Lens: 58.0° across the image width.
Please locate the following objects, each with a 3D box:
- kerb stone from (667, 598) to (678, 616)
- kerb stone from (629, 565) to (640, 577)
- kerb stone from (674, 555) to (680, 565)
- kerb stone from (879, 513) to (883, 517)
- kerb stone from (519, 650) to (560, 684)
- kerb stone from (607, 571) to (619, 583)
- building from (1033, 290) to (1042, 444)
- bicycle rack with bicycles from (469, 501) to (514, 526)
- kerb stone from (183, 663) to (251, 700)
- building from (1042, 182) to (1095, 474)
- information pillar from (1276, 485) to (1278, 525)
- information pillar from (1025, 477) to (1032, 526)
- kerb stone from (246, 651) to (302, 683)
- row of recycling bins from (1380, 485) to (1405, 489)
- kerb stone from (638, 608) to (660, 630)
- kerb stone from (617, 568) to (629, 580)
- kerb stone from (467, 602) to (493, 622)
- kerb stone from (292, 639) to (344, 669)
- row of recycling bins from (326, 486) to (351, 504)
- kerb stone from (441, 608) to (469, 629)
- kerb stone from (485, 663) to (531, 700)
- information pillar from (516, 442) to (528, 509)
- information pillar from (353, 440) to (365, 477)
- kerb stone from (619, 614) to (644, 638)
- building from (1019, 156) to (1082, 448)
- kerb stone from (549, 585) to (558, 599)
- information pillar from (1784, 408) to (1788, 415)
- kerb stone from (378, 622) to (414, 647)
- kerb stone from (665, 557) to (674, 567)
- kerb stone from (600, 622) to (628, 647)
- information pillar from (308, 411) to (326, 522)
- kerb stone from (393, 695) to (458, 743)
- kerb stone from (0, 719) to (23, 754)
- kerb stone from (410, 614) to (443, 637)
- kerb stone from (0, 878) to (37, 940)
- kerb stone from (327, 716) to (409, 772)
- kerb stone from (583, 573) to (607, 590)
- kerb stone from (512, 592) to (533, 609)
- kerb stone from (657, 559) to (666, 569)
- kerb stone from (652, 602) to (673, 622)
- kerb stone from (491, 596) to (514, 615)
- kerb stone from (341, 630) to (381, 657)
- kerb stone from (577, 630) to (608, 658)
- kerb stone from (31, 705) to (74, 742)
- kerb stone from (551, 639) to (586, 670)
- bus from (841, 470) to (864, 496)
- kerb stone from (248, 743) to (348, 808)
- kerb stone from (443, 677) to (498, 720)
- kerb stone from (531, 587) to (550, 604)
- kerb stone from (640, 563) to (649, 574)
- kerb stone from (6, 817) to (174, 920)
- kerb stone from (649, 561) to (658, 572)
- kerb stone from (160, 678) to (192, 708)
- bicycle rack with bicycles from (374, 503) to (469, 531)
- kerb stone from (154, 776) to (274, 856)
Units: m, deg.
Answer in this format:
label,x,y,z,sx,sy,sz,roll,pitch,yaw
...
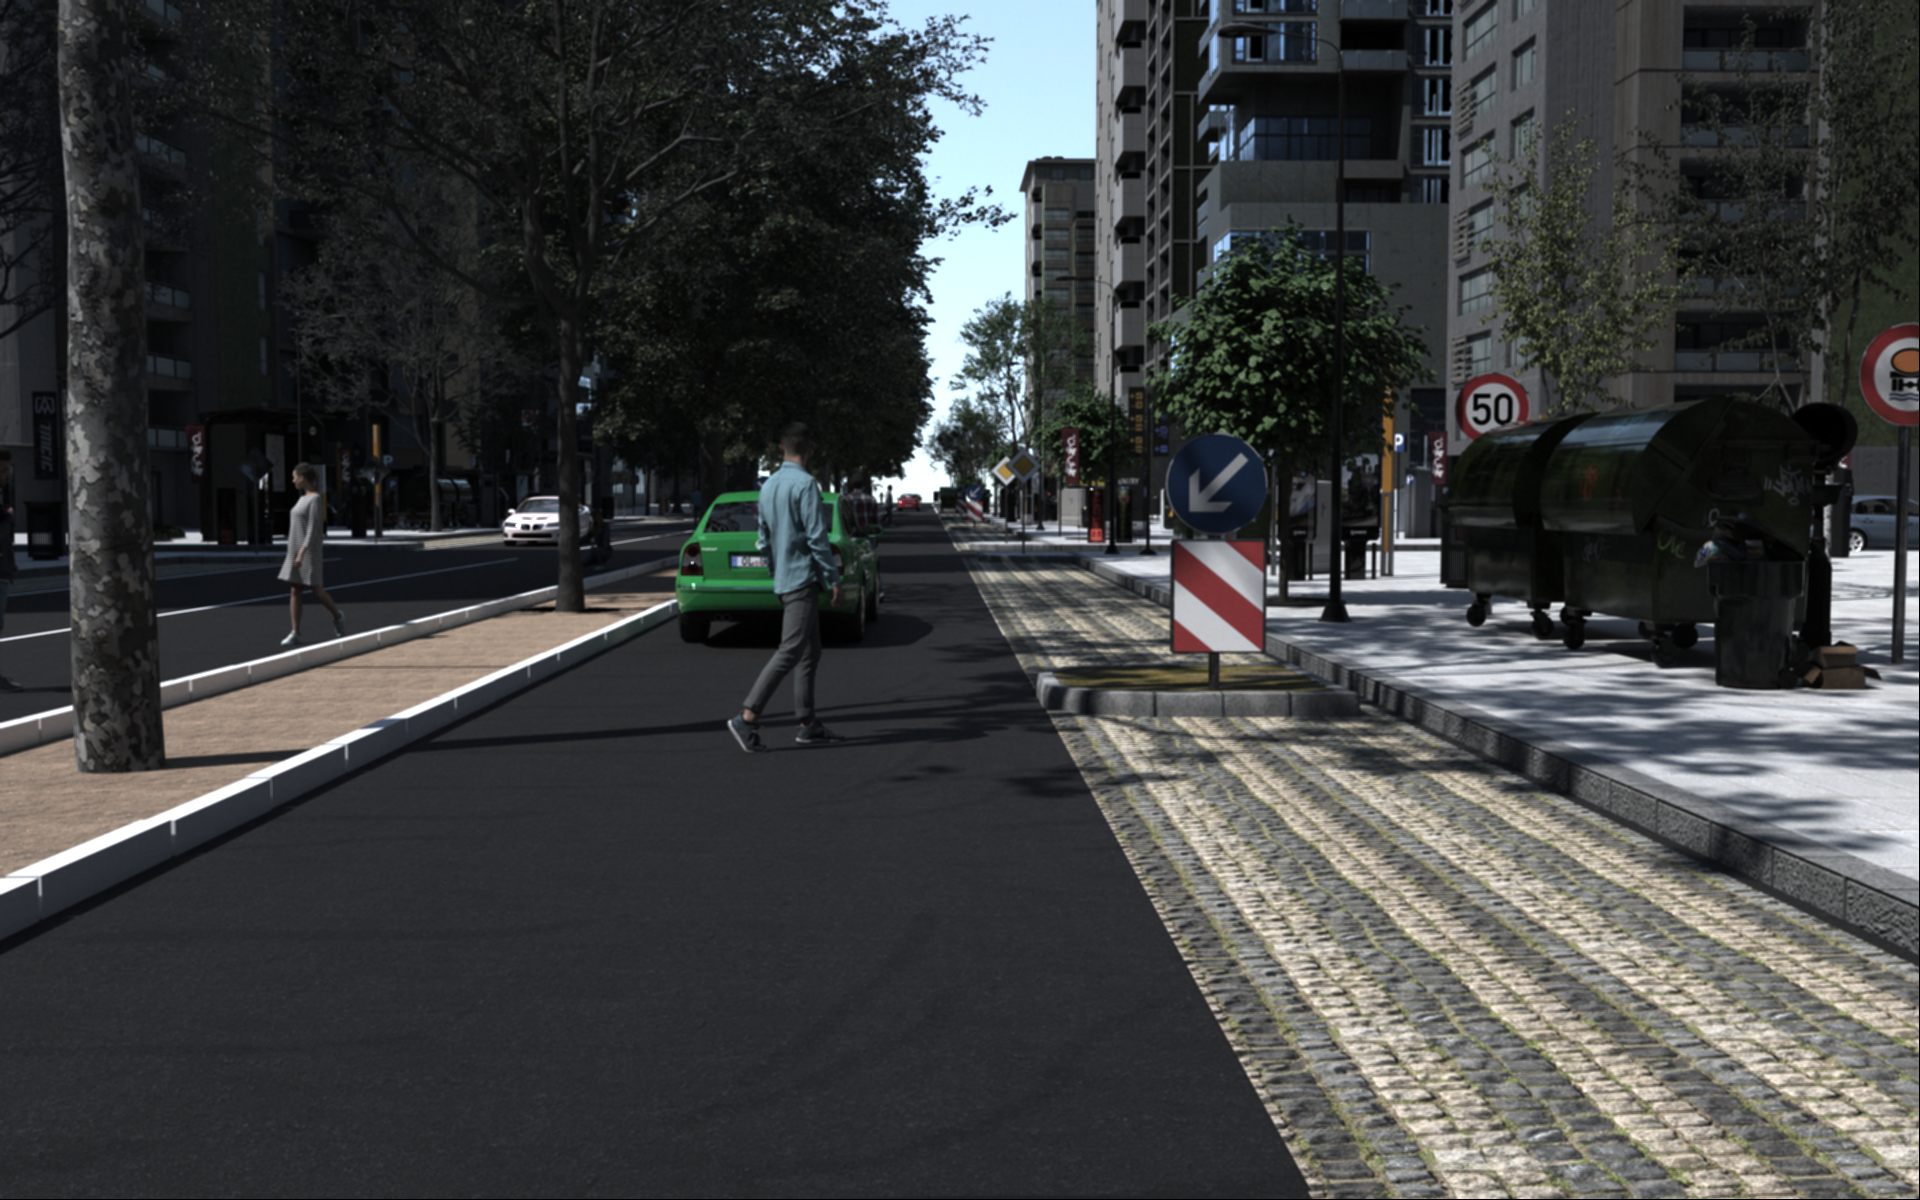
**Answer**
label,x,y,z,sx,sy,sz,roll,pitch,yaw
kerb stone,-3.438,0.093,20.680,0.120,0.150,1.000,0,4,-1
kerb stone,-5.713,-0.470,29.901,0.120,0.150,1.000,0,4,-1
kerb stone,-5.814,-0.785,35.023,0.120,0.150,1.000,0,4,-1
kerb stone,-5.347,-5.897,118.615,0.120,0.150,1.000,0,4,-1
kerb stone,-3.303,0.532,13.508,0.120,0.150,1.000,0,4,-1
kerb stone,-5.678,-0.344,27.851,0.120,0.150,1.000,0,4,-1
building,17.245,-28.961,245.210,14.160,30.474,14.107,0,4,-1
bicycle rack with bicycles,-19.354,-3.492,70.483,2.852,0.926,2.925,-2,4,-24
kerb stone,-5.381,0.594,12.479,0.120,0.150,1.000,0,4,-1
building,17.718,-33.383,229.410,14.154,41.232,14.086,0,4,-1
information pillar,13.524,-4.980,72.771,0.504,3.616,0.183,1,4,15
information pillar,2.699,-4.006,69.982,0.304,2.012,0.304,-3,4,-36
kerb stone,-5.396,0.535,13.503,0.120,0.150,1.000,0,4,-1
row of recycling bins,19.224,-4.227,76.218,3.534,1.692,1.069,1,4,23
kerb stone,-3.395,0.219,18.627,0.120,0.150,1.000,0,4,-1
kerb stone,-5.702,-0.407,28.874,0.120,0.150,1.000,0,4,-1
kerb stone,-5.515,0.155,19.654,0.120,0.150,1.000,0,4,-1
kerb stone,-5.421,0.469,14.525,0.120,0.150,1.000,0,4,-1
row of recycling bins,-28.287,-4.184,75.526,3.534,1.692,1.069,-1,4,-15
kerb stone,-5.500,0.218,18.624,0.120,0.150,1.000,0,4,-1
kerb stone,-3.284,0.595,12.476,0.120,0.150,1.000,0,4,-1
information pillar,-19.625,-5.274,77.586,0.504,3.616,0.183,-2,4,-26
information pillar,-25.717,-5.062,74.120,0.504,3.616,0.183,-2,4,-26
kerb stone,-3.377,0.281,17.602,0.120,0.150,1.000,0,4,-1
building,24.046,-41.387,265.919,28.713,52.752,27.495,0,4,-1
kerb stone,-5.597,-0.095,23.746,0.120,0.150,1.000,0,4,-1
information pillar,22.413,-3.422,47.310,0.504,3.616,0.183,-3,4,-37
kerb stone,-5.457,0.344,16.577,0.120,0.150,1.000,0,4,-1
kerb stone,-5.807,-0.722,34.000,0.120,0.150,1.000,0,4,-1
kerb stone,-3.351,0.344,16.574,0.120,0.150,1.000,0,4,-1
information pillar,-18.138,-3.518,48.870,0.504,3.616,0.183,1,4,20
kerb stone,-3.238,0.722,10.430,0.120,0.150,1.000,0,4,-1
kerb stone,-5.316,0.784,9.403,0.120,0.150,1.000,0,4,-1
kerb stone,-5.484,0.282,17.599,0.120,0.150,1.000,0,4,-1
kerb stone,-3.136,1.037,5.302,0.120,0.150,1.000,0,4,-1
kerb stone,-3.218,0.782,9.406,0.120,0.150,1.000,0,4,-1
kerb stone,-5.661,-0.283,26.828,0.120,0.150,1.000,0,4,-1
kerb stone,-5.558,0.030,21.699,0.120,0.150,1.000,0,4,-1
kerb stone,-5.775,-0.655,32.972,0.120,0.150,1.000,0,4,-1
kerb stone,-3.424,0.156,19.649,0.120,0.150,1.000,0,4,-1
kerb stone,-5.538,0.093,20.677,0.120,0.150,1.000,0,4,-1
kerb stone,-5.443,0.407,15.549,0.120,0.150,1.000,0,4,-1
kerb stone,-3.341,0.406,15.552,0.120,0.150,1.000,0,4,-1
kerb stone,-5.337,0.722,10.425,0.120,0.150,1.000,0,4,-1
kerb stone,-3.315,0.469,14.530,0.120,0.150,1.000,0,4,-1
bus,-10.849,-11.578,180.850,2.896,3.916,12.252,0,4,-1
kerb stone,-3.201,0.849,8.379,0.120,0.150,1.000,0,4,-1
kerb stone,-3.255,0.657,11.454,0.120,0.150,1.000,0,4,-1
kerb stone,-5.580,-0.032,22.724,0.120,0.150,1.000,0,4,-1
kerb stone,-5.740,-0.534,30.923,0.120,0.150,1.000,0,4,-1
kerb stone,-3.158,0.971,6.325,0.120,0.150,1.000,0,4,-1
kerb stone,-5.759,-0.597,31.950,0.120,0.150,1.000,0,4,-1
kerb stone,-5.368,0.657,11.450,0.120,0.150,1.000,0,4,-1
bicycle rack with bicycles,-19.062,-2.928,61.258,2.925,0.926,2.852,-1,4,-12
kerb stone,-3.172,0.915,7.347,0.120,0.150,1.000,0,4,-1
